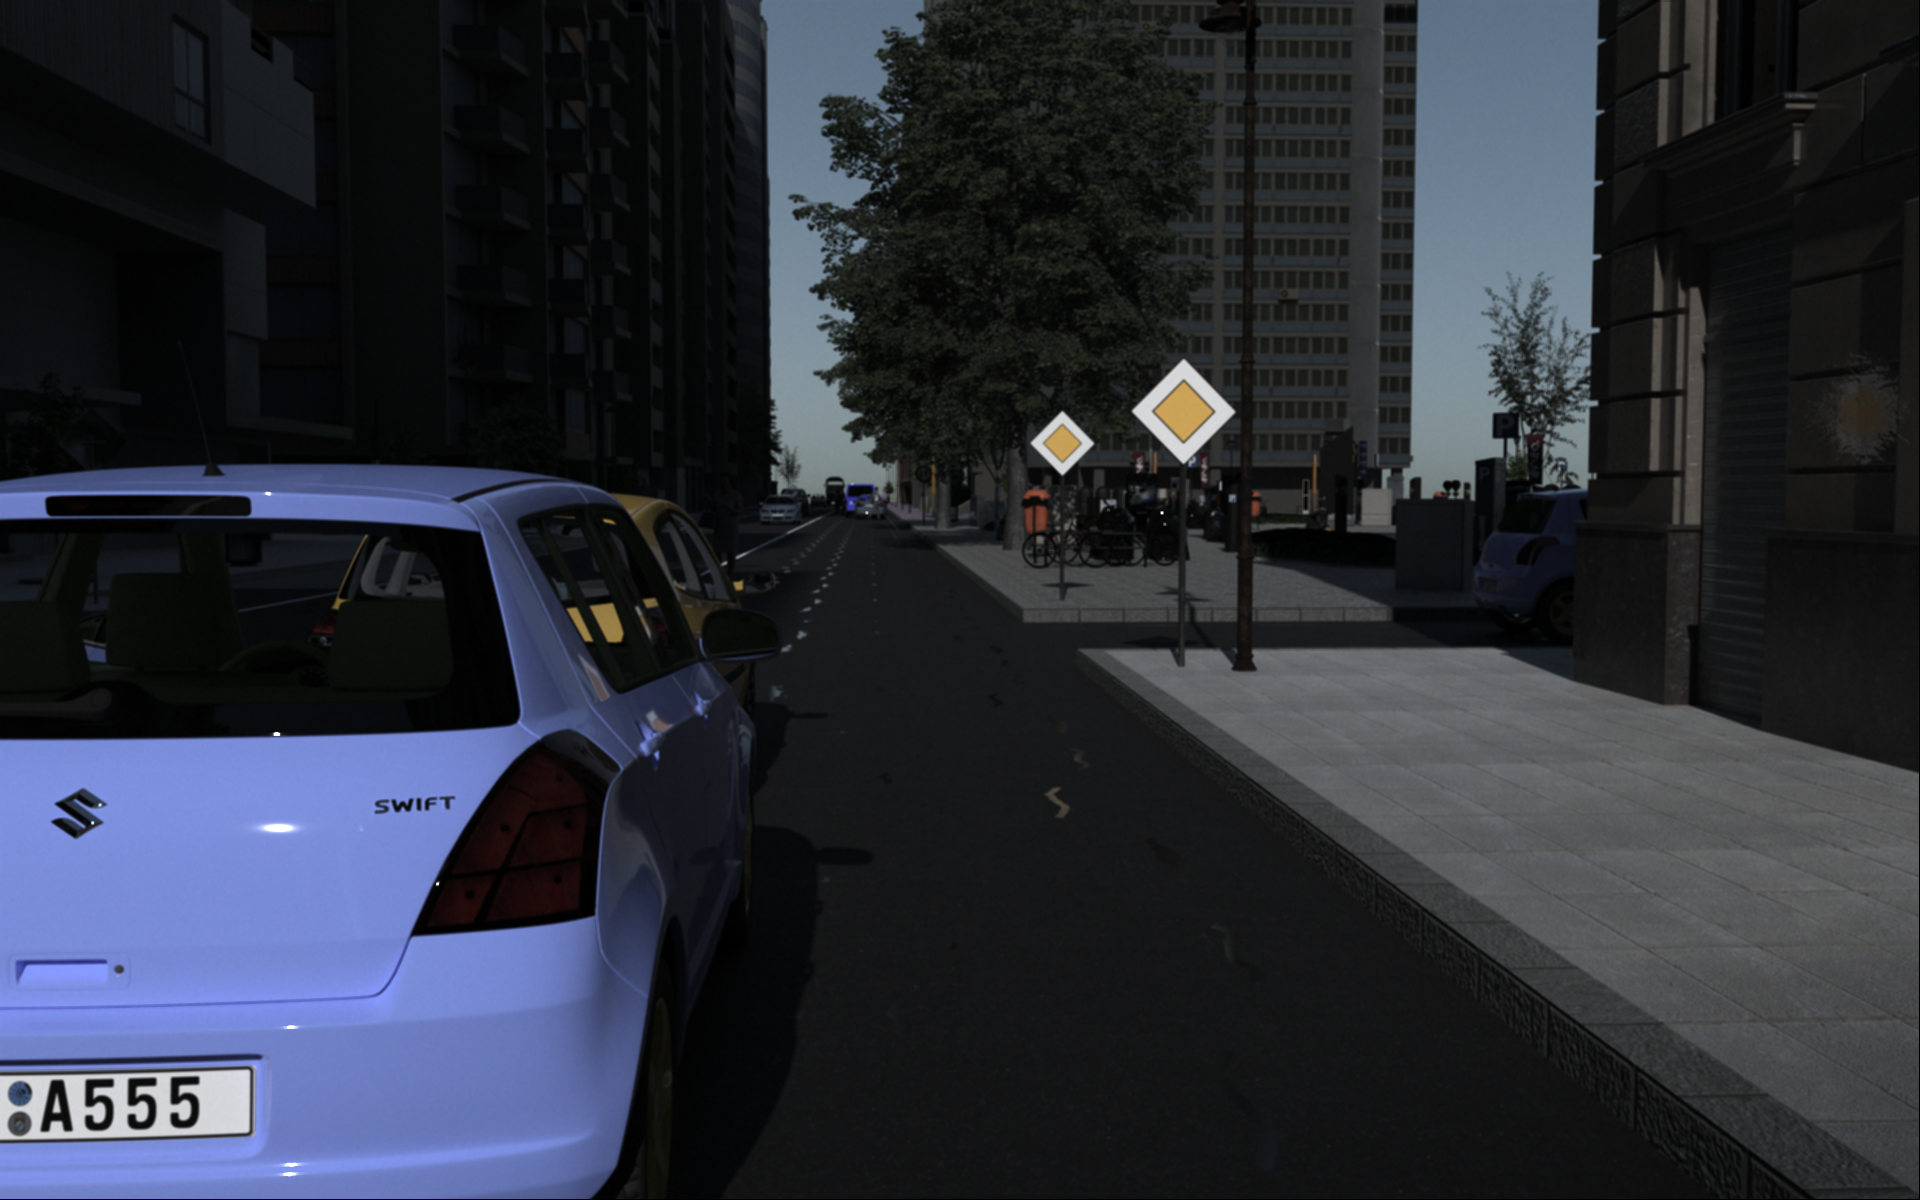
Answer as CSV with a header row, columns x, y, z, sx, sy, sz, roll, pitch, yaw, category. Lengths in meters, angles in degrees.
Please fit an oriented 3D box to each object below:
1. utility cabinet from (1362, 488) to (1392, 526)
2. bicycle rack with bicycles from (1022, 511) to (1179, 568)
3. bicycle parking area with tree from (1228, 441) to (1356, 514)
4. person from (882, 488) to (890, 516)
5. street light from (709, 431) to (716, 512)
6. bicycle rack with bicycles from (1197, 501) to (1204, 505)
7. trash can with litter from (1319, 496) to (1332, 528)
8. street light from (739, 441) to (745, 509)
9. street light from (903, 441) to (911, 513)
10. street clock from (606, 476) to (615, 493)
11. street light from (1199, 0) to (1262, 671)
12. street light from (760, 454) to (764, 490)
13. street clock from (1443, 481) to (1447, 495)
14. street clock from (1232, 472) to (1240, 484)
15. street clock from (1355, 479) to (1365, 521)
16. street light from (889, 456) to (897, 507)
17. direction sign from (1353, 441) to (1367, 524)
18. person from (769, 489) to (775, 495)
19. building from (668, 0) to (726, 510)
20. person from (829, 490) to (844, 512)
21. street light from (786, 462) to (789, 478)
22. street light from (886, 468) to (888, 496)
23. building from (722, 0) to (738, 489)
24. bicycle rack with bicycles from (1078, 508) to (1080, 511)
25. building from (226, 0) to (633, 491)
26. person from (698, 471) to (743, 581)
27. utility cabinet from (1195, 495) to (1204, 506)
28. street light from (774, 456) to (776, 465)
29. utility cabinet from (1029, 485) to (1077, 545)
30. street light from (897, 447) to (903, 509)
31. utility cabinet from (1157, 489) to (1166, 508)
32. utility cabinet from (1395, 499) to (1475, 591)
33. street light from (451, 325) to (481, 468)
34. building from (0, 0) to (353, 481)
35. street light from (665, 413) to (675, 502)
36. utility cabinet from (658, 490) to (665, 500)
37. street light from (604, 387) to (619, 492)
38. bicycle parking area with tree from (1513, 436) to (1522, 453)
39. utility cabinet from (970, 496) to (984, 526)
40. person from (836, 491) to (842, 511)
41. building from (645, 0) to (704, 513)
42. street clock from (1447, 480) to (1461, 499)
x,y,z,sx,sy,sz,roll,pitch,yaw,category
16.616,-3.691,69.026,1.173,1.500,0.318,3,5,43,utility cabinet
2.481,-1.075,30.957,2.925,0.926,2.852,0,4,-2,bicycle rack with bicycles
17.210,-6.511,93.451,8.231,4.147,9.016,1,4,11,bicycle parking area with tree
-4.816,-6.475,114.230,0.599,1.838,0.709,1,4,22,person
-17.692,-9.267,124.310,0.468,5.910,1.993,0,4,-3,street light
12.293,-4.421,85.672,2.925,0.926,2.852,-1,4,-20,bicycle rack with bicycles
13.767,-3.328,65.476,1.678,1.210,2.233,0,4,7,trash can with litter
-18.994,-10.933,151.543,0.468,5.910,1.993,0,4,-3,street light
-3.372,-8.775,116.253,0.468,5.910,1.993,0,4,-3,street light
-14.405,-4.085,71.361,0.358,2.002,0.471,-1,4,-23,street clock
2.070,-2.425,12.433,0.468,5.910,1.993,0,4,-3,street light
-20.538,-12.675,180.028,0.468,5.910,1.993,0,4,-3,street light
26.534,-5.484,94.236,0.358,2.002,0.471,-3,5,-41,street clock
9.065,-3.158,56.200,0.471,2.002,0.358,-1,4,-15,street clock
18.939,-4.746,82.167,0.471,2.002,0.358,0,4,8,street clock
-7.728,-13.884,199.783,0.468,5.910,1.993,0,4,-3,street light
16.938,-5.011,73.934,0.876,3.537,0.379,-1,4,-13,direction sign
-13.012,-6.742,119.186,0.568,1.767,0.683,-2,4,-29,person
-26.006,-27.716,136.749,14.154,41.232,14.086,0,4,-3,building
-9.583,-7.678,134.745,1.217,1.736,0.721,-1,4,-16,person
-23.323,-16.010,234.548,0.468,5.910,1.993,0,4,-3,street light
-9.202,-15.564,227.261,0.468,5.910,1.993,0,4,-3,street light
-31.395,-32.439,154.077,21.300,48.544,21.600,0,4,-3,building
5.946,-4.338,84.311,2.852,0.926,2.925,2,4,25,bicycle rack with bicycles
-26.412,-25.669,74.307,22.147,44.769,28.867,0,4,-3,building
-3.744,-1.103,26.899,0.716,1.782,0.532,1,4,13,person
12.656,-4.916,91.532,0.306,1.237,1.020,-1,4,-8,utility cabinet
-22.002,-14.334,207.143,0.468,5.910,1.993,0,4,-3,street light
2.297,-2.101,43.034,1.173,1.500,0.318,0,3,0,utility cabinet
-4.791,-10.469,143.952,0.468,5.910,1.993,0,4,-3,street light
8.033,-3.744,69.888,0.318,1.500,1.173,0,4,-6,utility cabinet
6.377,-0.741,23.284,0.306,1.237,1.020,-3,5,-44,utility cabinet
-13.486,-4.563,47.397,0.468,5.910,1.993,0,4,-3,street light
-29.438,-27.095,32.235,28.713,52.752,27.495,0,4,-3,building
-16.201,-7.594,96.953,0.468,5.910,1.993,0,4,-3,street light
-15.301,-4.899,88.775,0.318,1.500,1.173,0,4,-7,utility cabinet
-15.021,-6.250,74.969,0.468,5.910,1.993,0,4,-3,street light
29.876,-6.014,85.328,8.231,4.147,9.016,0,4,8,bicycle parking area with tree
0.706,-3.657,70.953,0.306,1.237,1.020,1,4,17,utility cabinet
-10.026,-8.193,143.258,0.445,1.727,0.742,1,4,22,person
-28.507,-41.597,118.364,20.563,71.187,20.611,0,4,-3,building
25.868,-5.249,90.384,0.358,2.002,0.471,-2,4,-25,street clock
